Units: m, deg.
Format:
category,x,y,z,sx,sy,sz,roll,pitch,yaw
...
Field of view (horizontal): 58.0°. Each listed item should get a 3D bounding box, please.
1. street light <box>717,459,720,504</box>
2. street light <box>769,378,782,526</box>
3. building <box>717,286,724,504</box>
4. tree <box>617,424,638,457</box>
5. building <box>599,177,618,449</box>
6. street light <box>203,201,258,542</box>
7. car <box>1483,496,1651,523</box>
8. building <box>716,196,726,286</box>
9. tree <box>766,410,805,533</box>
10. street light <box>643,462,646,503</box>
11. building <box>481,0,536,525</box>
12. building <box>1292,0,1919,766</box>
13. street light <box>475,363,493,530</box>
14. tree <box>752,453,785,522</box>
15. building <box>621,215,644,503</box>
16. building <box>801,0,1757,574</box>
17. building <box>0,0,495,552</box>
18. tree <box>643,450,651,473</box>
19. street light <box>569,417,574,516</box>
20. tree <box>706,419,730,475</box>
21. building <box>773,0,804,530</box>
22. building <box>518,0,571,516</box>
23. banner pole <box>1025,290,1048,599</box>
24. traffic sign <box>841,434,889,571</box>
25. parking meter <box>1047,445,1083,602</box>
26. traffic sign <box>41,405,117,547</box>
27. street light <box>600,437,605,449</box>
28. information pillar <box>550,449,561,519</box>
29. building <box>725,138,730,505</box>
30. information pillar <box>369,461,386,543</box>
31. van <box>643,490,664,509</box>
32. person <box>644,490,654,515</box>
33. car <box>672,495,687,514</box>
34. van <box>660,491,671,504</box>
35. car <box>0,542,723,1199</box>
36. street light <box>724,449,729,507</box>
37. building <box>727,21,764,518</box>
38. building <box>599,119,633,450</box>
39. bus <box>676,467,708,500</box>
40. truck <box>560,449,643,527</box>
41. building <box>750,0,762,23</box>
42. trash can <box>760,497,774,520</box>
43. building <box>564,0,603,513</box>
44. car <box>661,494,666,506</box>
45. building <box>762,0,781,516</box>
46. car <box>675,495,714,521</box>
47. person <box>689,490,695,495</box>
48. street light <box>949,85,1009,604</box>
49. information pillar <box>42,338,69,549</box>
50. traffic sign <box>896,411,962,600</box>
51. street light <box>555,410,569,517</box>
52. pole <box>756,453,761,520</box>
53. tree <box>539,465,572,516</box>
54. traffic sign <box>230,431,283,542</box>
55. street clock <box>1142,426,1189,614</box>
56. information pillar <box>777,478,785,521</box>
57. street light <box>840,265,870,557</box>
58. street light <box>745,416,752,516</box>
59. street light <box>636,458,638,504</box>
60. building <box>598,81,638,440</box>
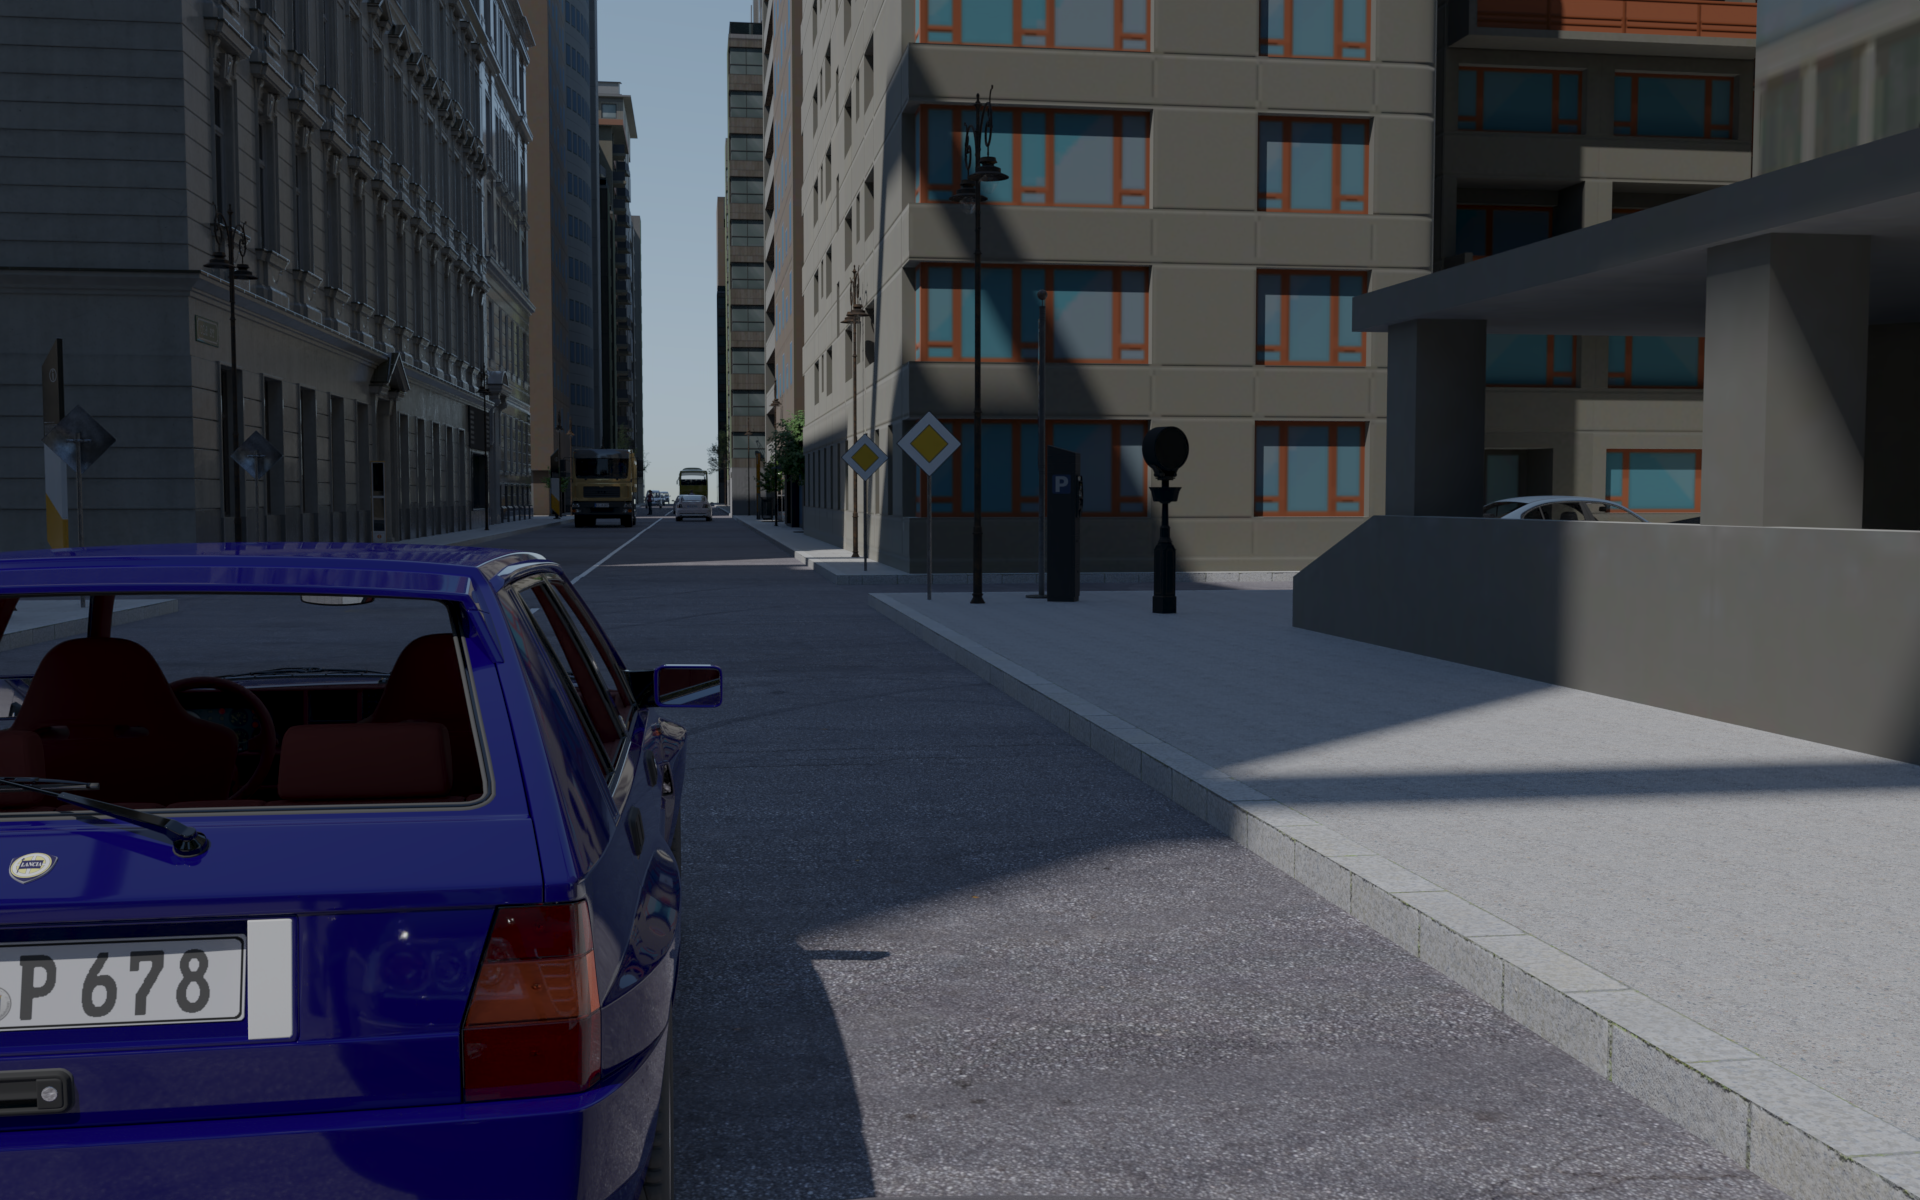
category,x,y,z,sx,sy,sz,roll,pitch,yaw
street light,-31.530,-15.566,227.290,0.468,5.910,1.993,-1,4,-9
street light,-7.334,-5.881,68.935,0.468,5.910,1.993,-1,4,-9
building,-26.670,-28.688,240.749,14.160,30.474,14.107,-1,4,-9
tree,-35.281,-13.953,178.497,4.737,8.622,4.395,0,3,0
building,-40.051,-24.017,164.374,14.160,30.474,14.107,-1,4,-9
street light,-11.614,-3.360,27.727,0.468,5.910,1.993,-1,4,-9
car,8.957,-0.795,24.994,4.499,1.417,2.014,-1,4,-9
building,-28.579,-36.954,254.313,14.600,45.320,14.200,-1,4,-9
tree,-4.785,-4.536,57.874,4.285,4.588,4.351,0,3,0
street light,-46.104,-17.150,253.186,0.468,5.910,1.993,-1,4,-9
building,-26.971,-17.933,79.109,13.634,28.700,20.117,-1,4,-9
building,20.187,-19.525,11.120,32.217,40.220,23.993,-1,4,-9
street light,-16.746,-5.402,61.115,0.468,5.910,1.993,-1,4,-9
tree,-8.762,-5.201,79.632,1.663,3.219,1.824,0,3,0
building,-52.442,-34.409,246.176,14.154,41.232,14.086,-1,4,-9
building,11.389,-12.109,43.022,28.899,21.520,27.650,-1,4,-9
building,-23.416,-16.561,47.180,17.030,29.872,44.131,-1,4,-9
tree,-48.408,-18.901,259.386,4.360,8.622,3.978,0,3,0
street light,-23.228,-7.992,103.462,0.468,5.910,1.993,-1,4,-9
tree,-24.183,-15.472,187.383,7.601,10.594,8.767,2,4,30
building,-0.049,-25.525,67.451,14.600,45.320,14.200,-1,4,-9
building,-32.045,-27.990,107.744,14.600,45.320,14.200,-1,4,-9
banner pole,1.001,-1.928,21.539,0.401,3.779,0.863,0,4,-2
traffic sign,-1.581,-1.541,28.845,0.795,2.450,0.064,-1,4,-9
parking meter,1.252,-0.914,20.663,0.399,1.863,0.255,1,4,17
traffic sign,-9.912,-0.971,19.520,0.795,2.450,0.064,-1,4,-9
street light,-28.201,-10.036,136.874,0.468,5.910,1.993,-1,4,-9
information pillar,-20.814,-5.975,89.040,0.183,3.616,0.504,3,5,39
building,-20.320,-31.751,202.723,14.154,41.232,14.086,-1,4,-9
information pillar,-12.993,-2.090,38.670,0.304,2.012,0.304,-2,4,-24
van,-30.671,-10.171,173.299,2.013,2.044,4.112,-1,4,-10
person,-21.480,-6.751,119.597,0.721,1.743,1.217,-3,5,-43
car,-19.829,-6.915,125.421,2.083,1.381,4.827,-1,4,-10
van,-43.591,-15.169,255.030,2.013,2.044,4.112,-1,4,-9
car,-1.540,0.515,4.162,1.945,1.354,3.894,-1,4,-9
street light,-23.979,-12.551,178.003,0.468,5.910,1.993,-1,4,-9
building,-7.791,-20.751,110.985,14.160,30.474,14.107,-1,4,-9
building,-48.848,-33.172,196.983,22.147,44.769,28.867,-1,4,-9
bus,-24.616,-10.274,159.520,2.896,3.916,12.252,-1,4,-10
truck,-15.719,-4.943,76.750,3.469,3.379,9.791,-1,4,-9
building,-9.762,-33.331,164.577,23.786,49.044,30.456,-1,4,-9
trash can,-9.554,-4.539,85.861,0.748,1.137,0.748,0,3,0
building,-38.130,-35.836,127.922,21.231,58.520,28.212,-1,4,-9
car,-38.064,-12.612,218.206,2.014,1.417,4.499,-1,4,-11
building,0.474,-28.739,93.583,21.300,48.544,21.600,-1,4,-9
car,-14.166,-4.887,92.262,2.083,1.381,4.827,0,4,-7
person,-18.867,-6.888,122.065,0.756,1.711,0.436,1,4,19
street light,0.207,-2.897,20.147,0.468,5.910,1.993,-1,4,-9
information pillar,-13.676,-2.131,26.196,0.504,3.616,0.183,2,4,35
traffic sign,-0.375,-1.059,20.951,0.795,2.450,0.064,-1,4,-9
street light,-21.961,-7.480,95.082,0.468,5.910,1.993,-1,4,-9
pole,-10.136,-5.702,87.067,0.158,3.312,0.155,0,3,0
tree,-23.142,-6.443,99.937,1.663,3.219,1.824,0,3,0
traffic sign,-11.118,-1.454,27.414,0.795,2.450,0.064,-1,4,-9
street clock,2.202,-0.858,18.598,0.471,2.002,0.358,-2,4,-31
information pillar,-8.371,-4.703,81.387,0.304,2.012,0.304,3,5,40
street light,-2.127,-3.810,35.084,0.468,5.910,1.993,-1,4,-9
street light,-12.539,-7.952,102.801,0.468,5.910,1.993,-1,4,-9
street light,-40.817,-15.072,219.207,0.468,5.910,1.993,-1,4,-9
building,-56.399,-38.827,224.053,28.713,52.752,27.495,-1,4,-9
